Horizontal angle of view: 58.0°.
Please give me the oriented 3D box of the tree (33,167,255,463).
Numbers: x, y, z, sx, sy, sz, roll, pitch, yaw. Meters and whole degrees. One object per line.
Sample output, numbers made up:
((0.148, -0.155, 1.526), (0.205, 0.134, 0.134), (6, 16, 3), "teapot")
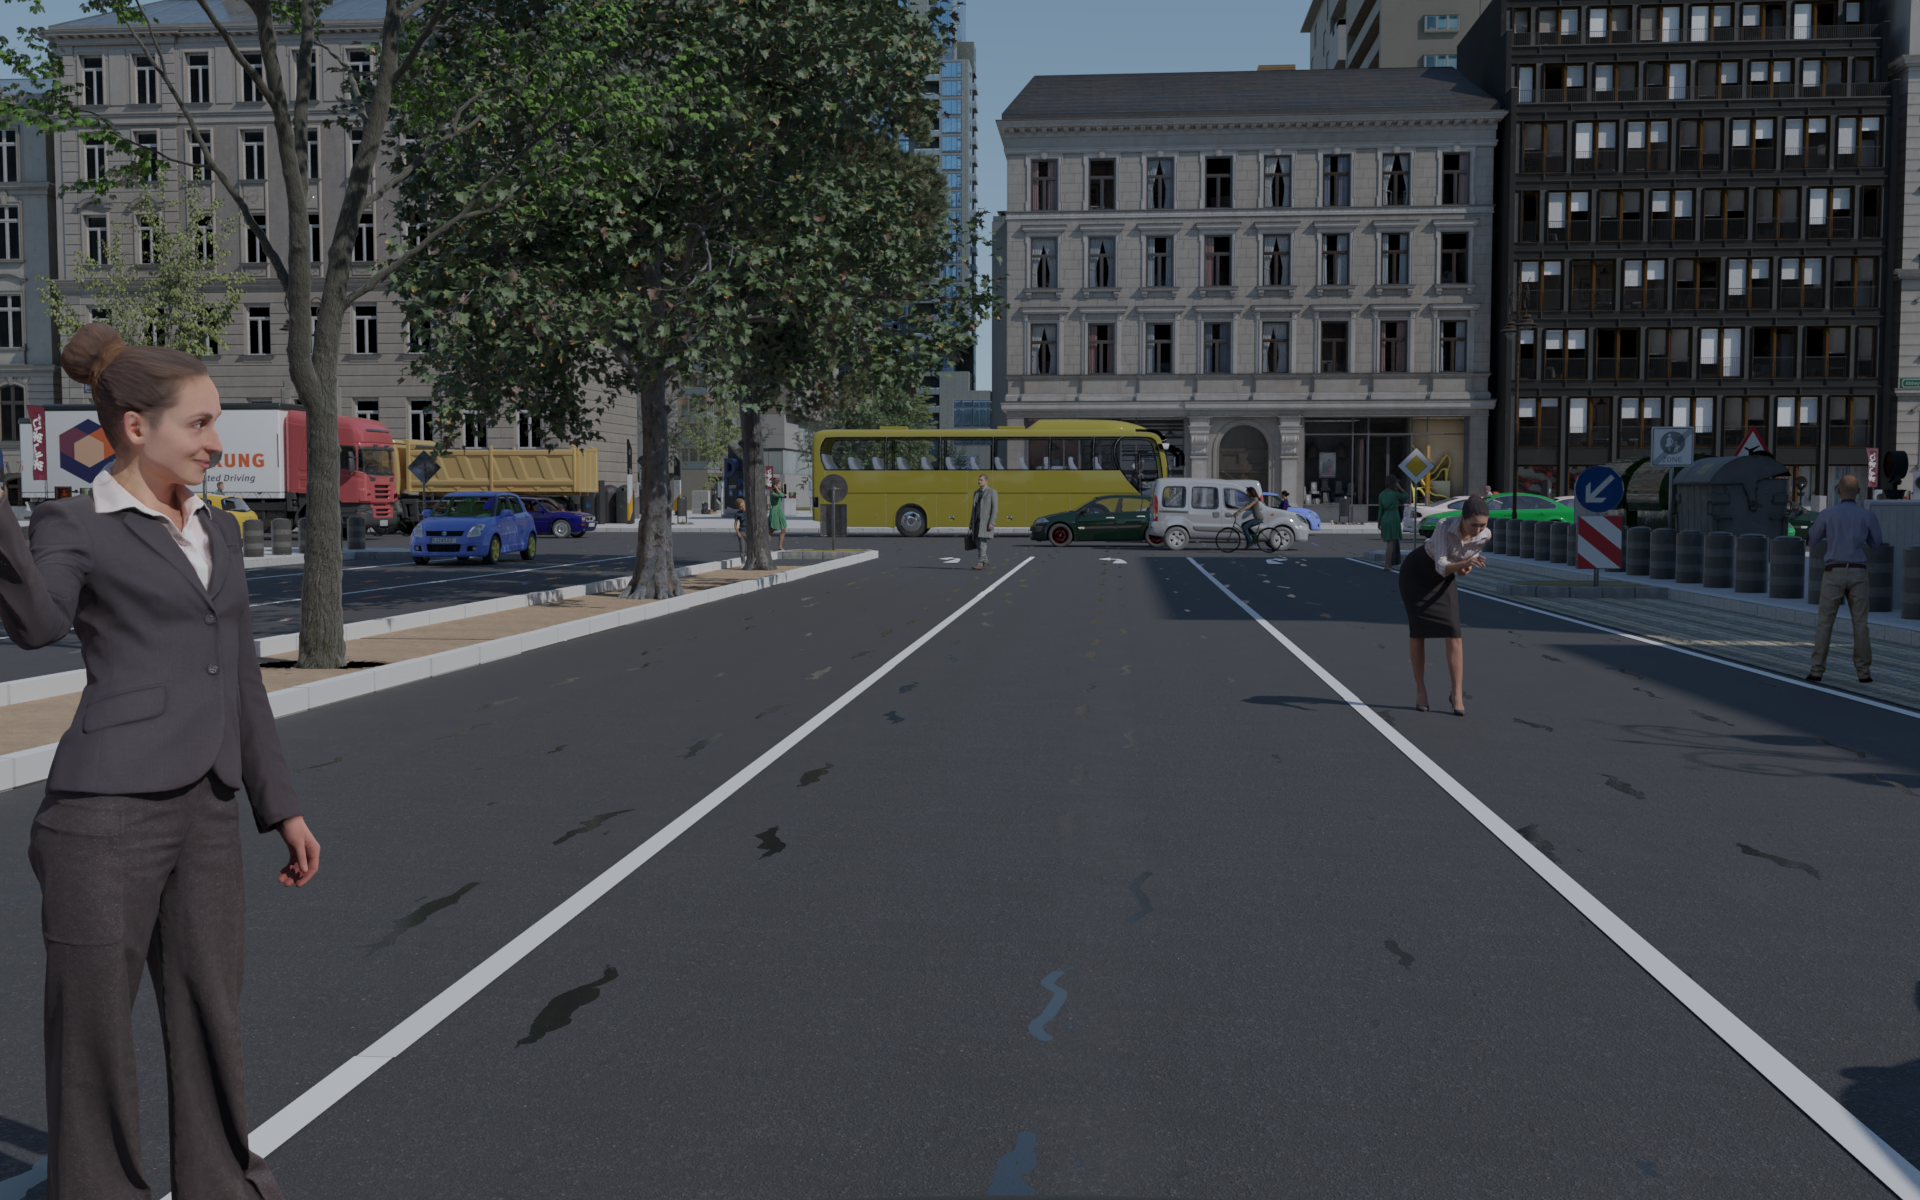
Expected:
((-17.767, -5.387, 38.447), (4.737, 8.622, 4.395), (0, 3, 0), "tree")

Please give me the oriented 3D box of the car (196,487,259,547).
((-20.603, -2.174, 45.763), (3.980, 1.641, 2.015), (0, 4, 6), "car")

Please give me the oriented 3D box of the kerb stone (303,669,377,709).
((-4.336, 0.623, 12.012), (0.120, 0.150, 1.000), (0, 4, 5), "kerb stone")

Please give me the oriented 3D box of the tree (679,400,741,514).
((-14.850, -9.535, 106.260), (4.737, 8.622, 4.395), (0, 3, 0), "tree")

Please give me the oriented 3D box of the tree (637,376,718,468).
((-16.506, -8.988, 97.321), (4.360, 8.622, 3.978), (0, 3, 0), "tree")

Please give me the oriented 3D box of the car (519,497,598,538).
((-13.959, -2.704, 56.792), (3.894, 1.354, 1.945), (0, 4, 6), "car")

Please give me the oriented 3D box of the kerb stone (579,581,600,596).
((-5.332, -0.135, 24.514), (0.120, 0.150, 1.000), (0, 4, 5), "kerb stone")

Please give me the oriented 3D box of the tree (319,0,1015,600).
((-4.176, -6.366, 23.552), (9.611, 12.733, 9.660), (0, 3, 0), "tree")

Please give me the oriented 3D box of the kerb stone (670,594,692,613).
((-3.507, 0.057, 21.270), (0.120, 0.150, 1.000), (0, 4, 5), "kerb stone")

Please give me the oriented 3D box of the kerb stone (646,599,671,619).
((-3.598, 0.120, 20.237), (0.120, 0.150, 1.000), (0, 4, 5), "kerb stone")

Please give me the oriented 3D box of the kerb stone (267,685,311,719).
((-4.427, 0.688, 10.987), (0.120, 0.150, 1.000), (0, 4, 5), "kerb stone")

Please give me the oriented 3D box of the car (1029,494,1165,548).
((4.005, -2.297, 47.340), (4.222, 1.686, 2.009), (0, 4, 6), "car")

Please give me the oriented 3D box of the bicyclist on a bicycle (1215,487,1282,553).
((7.018, -1.962, 42.096), (1.625, 1.676, 1.499), (0, 4, 5), "bicyclist on a bicycle")

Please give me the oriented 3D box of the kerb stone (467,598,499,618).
((-5.695, 0.109, 20.409), (0.120, 0.150, 1.000), (0, 4, 5), "kerb stone")

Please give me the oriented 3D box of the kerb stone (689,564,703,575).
((-4.779, -0.518, 30.658), (0.120, 0.150, 1.000), (0, 4, 5), "kerb stone")

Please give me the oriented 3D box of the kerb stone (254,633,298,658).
((-6.153, 0.423, 15.277), (0.120, 0.150, 1.000), (0, 4, 5), "kerb stone")

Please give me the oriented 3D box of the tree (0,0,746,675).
((-5.162, -5.234, 13.783), (9.928, 11.665, 9.643), (0, 3, 0), "tree")

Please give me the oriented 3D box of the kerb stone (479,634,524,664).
((-4.054, 0.435, 15.100), (0.120, 0.150, 1.000), (0, 4, 5), "kerb stone")

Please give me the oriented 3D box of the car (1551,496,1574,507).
((20.197, -2.796, 58.070), (4.827, 1.381, 2.083), (0, 4, 5), "car")

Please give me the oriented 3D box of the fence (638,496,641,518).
((-16.909, -4.934, 91.879), (0.480, 1.192, 2.264), (-1, 4, -23), "fence")

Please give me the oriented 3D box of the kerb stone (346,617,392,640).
((-5.972, 0.298, 17.328), (0.120, 0.150, 1.000), (0, 4, 5), "kerb stone")

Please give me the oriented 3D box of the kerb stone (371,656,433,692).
((-4.244, 0.560, 13.034), (0.120, 0.150, 1.000), (0, 4, 5), "kerb stone")

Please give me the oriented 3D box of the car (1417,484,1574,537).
((15.826, -2.563, 50.696), (4.718, 1.807, 1.959), (0, 4, 6), "car")

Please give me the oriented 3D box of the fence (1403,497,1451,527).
((18.036, -3.347, 65.926), (2.264, 1.192, 0.480), (2, 4, 35), "fence")

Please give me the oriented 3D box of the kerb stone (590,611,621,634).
((-3.788, 0.246, 18.179), (0.120, 0.150, 1.000), (0, 4, 5), "kerb stone")

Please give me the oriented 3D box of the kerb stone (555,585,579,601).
((-5.409, -0.073, 23.488), (0.120, 0.150, 1.000), (0, 4, 5), "kerb stone")

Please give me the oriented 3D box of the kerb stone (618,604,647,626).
((-3.693, 0.182, 19.216), (0.120, 0.150, 1.000), (0, 4, 5), "kerb stone")

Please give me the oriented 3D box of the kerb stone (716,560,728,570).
((-4.592, -0.643, 32.707), (0.120, 0.150, 1.000), (0, 4, 5), "kerb stone")

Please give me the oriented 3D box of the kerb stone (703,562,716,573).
((-4.685, -0.580, 31.679), (0.120, 0.150, 1.000), (0, 4, 5), "kerb stone")

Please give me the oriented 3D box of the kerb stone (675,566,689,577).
((-4.864, -0.454, 29.631), (0.120, 0.150, 1.000), (0, 4, 5), "kerb stone")

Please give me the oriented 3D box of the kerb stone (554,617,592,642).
((-3.880, 0.308, 17.155), (0.120, 0.150, 1.000), (0, 4, 5), "kerb stone")

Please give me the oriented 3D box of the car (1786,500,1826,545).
((22.663, -2.371, 48.545), (4.222, 1.686, 2.009), (0, 4, 6), "car")

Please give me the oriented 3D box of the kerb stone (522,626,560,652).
((-3.969, 0.375, 16.134), (0.120, 0.150, 1.000), (0, 4, 5), "kerb stone")

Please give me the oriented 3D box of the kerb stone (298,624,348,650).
((-6.061, 0.366, 16.302), (0.120, 0.150, 1.000), (0, 4, 5), "kerb stone")

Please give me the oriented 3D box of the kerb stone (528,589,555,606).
((-5.510, -0.016, 22.460), (0.120, 0.150, 1.000), (0, 4, 5), "kerb stone")

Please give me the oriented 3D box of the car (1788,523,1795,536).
((18.007, -2.067, 42.587), (4.718, 1.807, 1.959), (0, 4, 3), "car")

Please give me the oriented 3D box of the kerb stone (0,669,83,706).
((-6.431, 0.614, 12.205), (0.120, 0.150, 1.000), (0, 4, 5), "kerb stone")

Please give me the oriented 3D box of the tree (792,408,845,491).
((-10.101, -10.510, 122.206), (4.360, 8.622, 3.978), (0, 3, 0), "tree")

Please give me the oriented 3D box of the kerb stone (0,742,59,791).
((-4.614, 0.814, 8.938), (0.120, 0.150, 1.000), (0, 4, 5), "kerb stone")

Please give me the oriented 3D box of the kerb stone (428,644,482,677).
((-4.149, 0.499, 14.072), (0.120, 0.150, 1.000), (0, 4, 5), "kerb stone")

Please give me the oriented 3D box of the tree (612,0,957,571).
((-3.958, -7.489, 32.324), (7.806, 13.903, 7.818), (0, 3, 0), "tree")

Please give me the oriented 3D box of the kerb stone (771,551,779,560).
((-4.038, -1.019, 38.848), (0.120, 0.150, 1.000), (0, 4, 5), "kerb stone")

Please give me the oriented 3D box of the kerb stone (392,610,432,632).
((-5.881, 0.238, 18.354), (0.120, 0.150, 1.000), (0, 4, 5), "kerb stone")

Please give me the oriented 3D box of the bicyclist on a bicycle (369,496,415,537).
((-19.160, -2.957, 58.376), (1.625, 1.676, 1.499), (0, 4, 5), "bicyclist on a bicycle")

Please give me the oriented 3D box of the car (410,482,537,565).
((-10.189, -1.636, 36.344), (1.945, 1.707, 3.694), (0, 4, 4), "car")

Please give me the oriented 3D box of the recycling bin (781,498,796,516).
((-9.912, -5.358, 100.159), (0.722, 1.027, 0.722), (-1, 4, -19), "recycling bin")

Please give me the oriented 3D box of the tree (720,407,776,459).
((-15.558, -10.742, 125.994), (4.360, 8.622, 3.978), (0, 3, 0), "tree")

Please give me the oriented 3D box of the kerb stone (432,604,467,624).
((-5.792, 0.175, 19.387), (0.120, 0.150, 1.000), (0, 4, 5), "kerb stone")

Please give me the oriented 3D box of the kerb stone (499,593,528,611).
((-5.607, 0.046, 21.439), (0.120, 0.150, 1.000), (0, 4, 5), "kerb stone")

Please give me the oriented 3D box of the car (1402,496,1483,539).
((16.207, -2.532, 53.768), (4.827, 1.381, 2.083), (0, 4, 4), "car")

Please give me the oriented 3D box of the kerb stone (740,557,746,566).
((-4.408, -0.769, 34.761), (0.120, 0.150, 1.000), (0, 4, 5), "kerb stone")

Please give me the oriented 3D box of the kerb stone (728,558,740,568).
((-4.495, -0.706, 33.733), (0.120, 0.150, 1.000), (0, 4, 5), "kerb stone")

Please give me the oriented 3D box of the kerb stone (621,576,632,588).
((-5.135, -0.267, 26.566), (0.120, 0.150, 1.000), (0, 4, 5), "kerb stone")

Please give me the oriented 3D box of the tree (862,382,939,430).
((-5.382, -14.259, 151.259), (7.486, 12.596, 7.792), (0, 3, 0), "tree")

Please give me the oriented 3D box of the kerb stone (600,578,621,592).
((-5.234, -0.204, 25.535), (0.120, 0.150, 1.000), (0, 4, 5), "kerb stone")

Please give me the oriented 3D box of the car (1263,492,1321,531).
((10.696, -3.102, 60.317), (3.694, 1.707, 1.945), (0, 4, 7), "car")
